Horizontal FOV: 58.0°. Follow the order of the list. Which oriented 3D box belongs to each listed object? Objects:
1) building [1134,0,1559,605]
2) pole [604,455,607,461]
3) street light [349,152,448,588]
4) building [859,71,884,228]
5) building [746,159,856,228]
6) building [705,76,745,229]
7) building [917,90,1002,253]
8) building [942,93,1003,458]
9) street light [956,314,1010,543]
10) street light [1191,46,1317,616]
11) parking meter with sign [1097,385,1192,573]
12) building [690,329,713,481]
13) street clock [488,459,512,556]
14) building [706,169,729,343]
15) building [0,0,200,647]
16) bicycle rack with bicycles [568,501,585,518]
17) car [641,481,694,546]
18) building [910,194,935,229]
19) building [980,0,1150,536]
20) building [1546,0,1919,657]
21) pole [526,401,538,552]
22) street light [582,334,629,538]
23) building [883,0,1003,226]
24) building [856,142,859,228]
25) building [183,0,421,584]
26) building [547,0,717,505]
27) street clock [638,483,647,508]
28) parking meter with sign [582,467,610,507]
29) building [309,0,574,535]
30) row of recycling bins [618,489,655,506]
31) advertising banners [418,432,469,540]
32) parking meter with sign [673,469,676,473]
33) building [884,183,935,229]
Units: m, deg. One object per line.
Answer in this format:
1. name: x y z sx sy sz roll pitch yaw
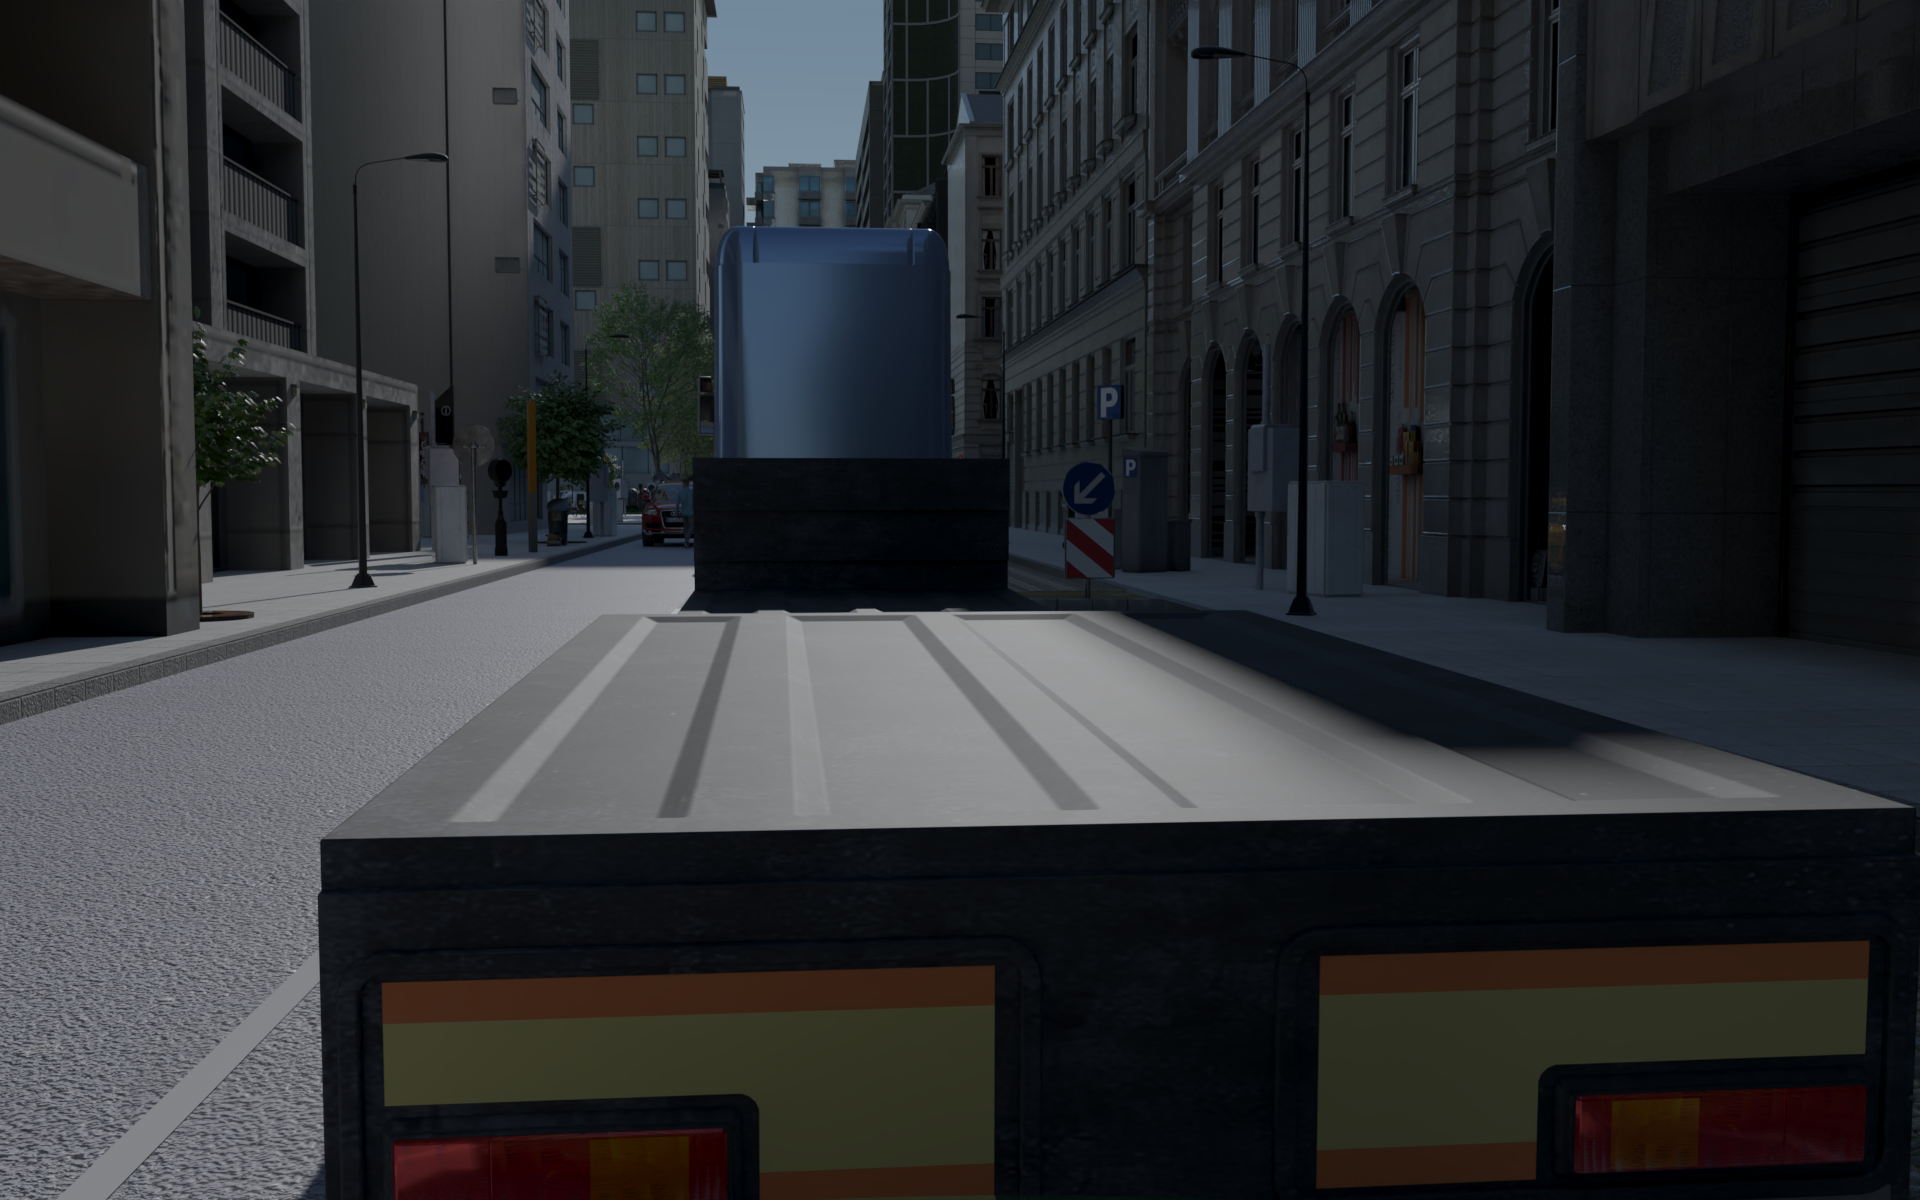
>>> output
1. building: 11.227 -11.415 28.443 13.314 21.916 24.055 0 4 -5
2. pole: -18.707 -5.967 91.407 0.158 3.312 0.155 0 3 0
3. street light: -7.662 -3.127 23.668 1.470 5.913 1.316 0 4 -5
4. building: -0.002 -35.016 196.221 21.300 48.544 21.600 0 4 -5
5. building: -15.361 -38.604 250.790 30.456 49.044 23.786 0 4 -5
6. building: -44.715 -43.090 246.512 28.212 58.520 21.231 0 4 -5
7. building: 4.131 -16.768 103.833 12.332 23.373 15.834 0 4 -5
8. building: 8.579 -14.532 86.742 18.267 20.994 9.793 0 4 -5
9. street light: 0.596 -4.422 44.840 1.470 5.913 1.316 0 4 -5
10. street light: 3.087 -2.791 18.173 1.470 5.913 1.316 0 4 -5
11. parking meter with sign: 3.056 -1.963 28.348 1.738 3.016 0.543 -3 4 -39
12. building: -41.319 -21.344 194.015 27.650 21.520 28.899 0 4 -5
13. street clock: -9.505 -1.912 35.831 0.358 2.002 0.471 2 4 33
14. building: -36.130 -32.744 218.952 14.086 41.232 14.154 0 4 -5
15. building: -16.828 -23.230 3.519 21.300 48.544 21.600 0 4 -5
16. bicycle rack with bicycles: -22.157 -5.003 95.176 2.852 0.926 2.925 -2 4 -32
17. car: -7.821 -2.474 49.116 2.281 1.827 5.304 0 4 -5
18. building: 2.106 -17.930 122.040 11.050 23.489 19.941 0 4 -5
19. building: 10.244 -13.588 55.446 16.112 22.955 30.059 0 4 -5
20. building: 12.449 -11.515 6.289 12.078 24.808 19.932 0 4 -5
21. pole: -9.400 -2.703 38.040 0.158 3.312 0.155 0 3 0
22. street light: -10.287 -4.757 50.322 1.470 5.913 1.316 0 4 -5
23. building: 0.823 -45.027 174.448 20.563 71.187 20.611 0 4 -5
24. building: -2.030 -36.339 217.845 21.300 48.544 21.600 0 4 -5
25. building: -21.924 -36.286 31.528 20.563 71.187 20.611 0 4 -5
26. building: -37.910 -35.201 164.771 28.713 52.752 27.495 0 4 -5
27. street clock: -21.208 -6.756 115.038 0.358 2.002 0.471 0 4 1
28. parking meter with sign: -23.718 -7.127 112.782 1.738 3.016 0.543 0 4 3
29. building: -20.958 -22.983 59.366 14.086 41.232 14.154 0 4 -5
30. row of recycling bins: -24.289 -7.559 130.695 3.534 1.692 1.069 -1 4 -18
31. advertising banners: -14.484 -3.194 48.413 2.074 3.025 0.090 2 4 34
32. parking meter with sign: -19.099 -7.625 120.925 1.738 3.016 0.543 0 4 -1
33. building: 1.034 -21.786 143.588 14.401 28.519 23.554 0 4 -5
